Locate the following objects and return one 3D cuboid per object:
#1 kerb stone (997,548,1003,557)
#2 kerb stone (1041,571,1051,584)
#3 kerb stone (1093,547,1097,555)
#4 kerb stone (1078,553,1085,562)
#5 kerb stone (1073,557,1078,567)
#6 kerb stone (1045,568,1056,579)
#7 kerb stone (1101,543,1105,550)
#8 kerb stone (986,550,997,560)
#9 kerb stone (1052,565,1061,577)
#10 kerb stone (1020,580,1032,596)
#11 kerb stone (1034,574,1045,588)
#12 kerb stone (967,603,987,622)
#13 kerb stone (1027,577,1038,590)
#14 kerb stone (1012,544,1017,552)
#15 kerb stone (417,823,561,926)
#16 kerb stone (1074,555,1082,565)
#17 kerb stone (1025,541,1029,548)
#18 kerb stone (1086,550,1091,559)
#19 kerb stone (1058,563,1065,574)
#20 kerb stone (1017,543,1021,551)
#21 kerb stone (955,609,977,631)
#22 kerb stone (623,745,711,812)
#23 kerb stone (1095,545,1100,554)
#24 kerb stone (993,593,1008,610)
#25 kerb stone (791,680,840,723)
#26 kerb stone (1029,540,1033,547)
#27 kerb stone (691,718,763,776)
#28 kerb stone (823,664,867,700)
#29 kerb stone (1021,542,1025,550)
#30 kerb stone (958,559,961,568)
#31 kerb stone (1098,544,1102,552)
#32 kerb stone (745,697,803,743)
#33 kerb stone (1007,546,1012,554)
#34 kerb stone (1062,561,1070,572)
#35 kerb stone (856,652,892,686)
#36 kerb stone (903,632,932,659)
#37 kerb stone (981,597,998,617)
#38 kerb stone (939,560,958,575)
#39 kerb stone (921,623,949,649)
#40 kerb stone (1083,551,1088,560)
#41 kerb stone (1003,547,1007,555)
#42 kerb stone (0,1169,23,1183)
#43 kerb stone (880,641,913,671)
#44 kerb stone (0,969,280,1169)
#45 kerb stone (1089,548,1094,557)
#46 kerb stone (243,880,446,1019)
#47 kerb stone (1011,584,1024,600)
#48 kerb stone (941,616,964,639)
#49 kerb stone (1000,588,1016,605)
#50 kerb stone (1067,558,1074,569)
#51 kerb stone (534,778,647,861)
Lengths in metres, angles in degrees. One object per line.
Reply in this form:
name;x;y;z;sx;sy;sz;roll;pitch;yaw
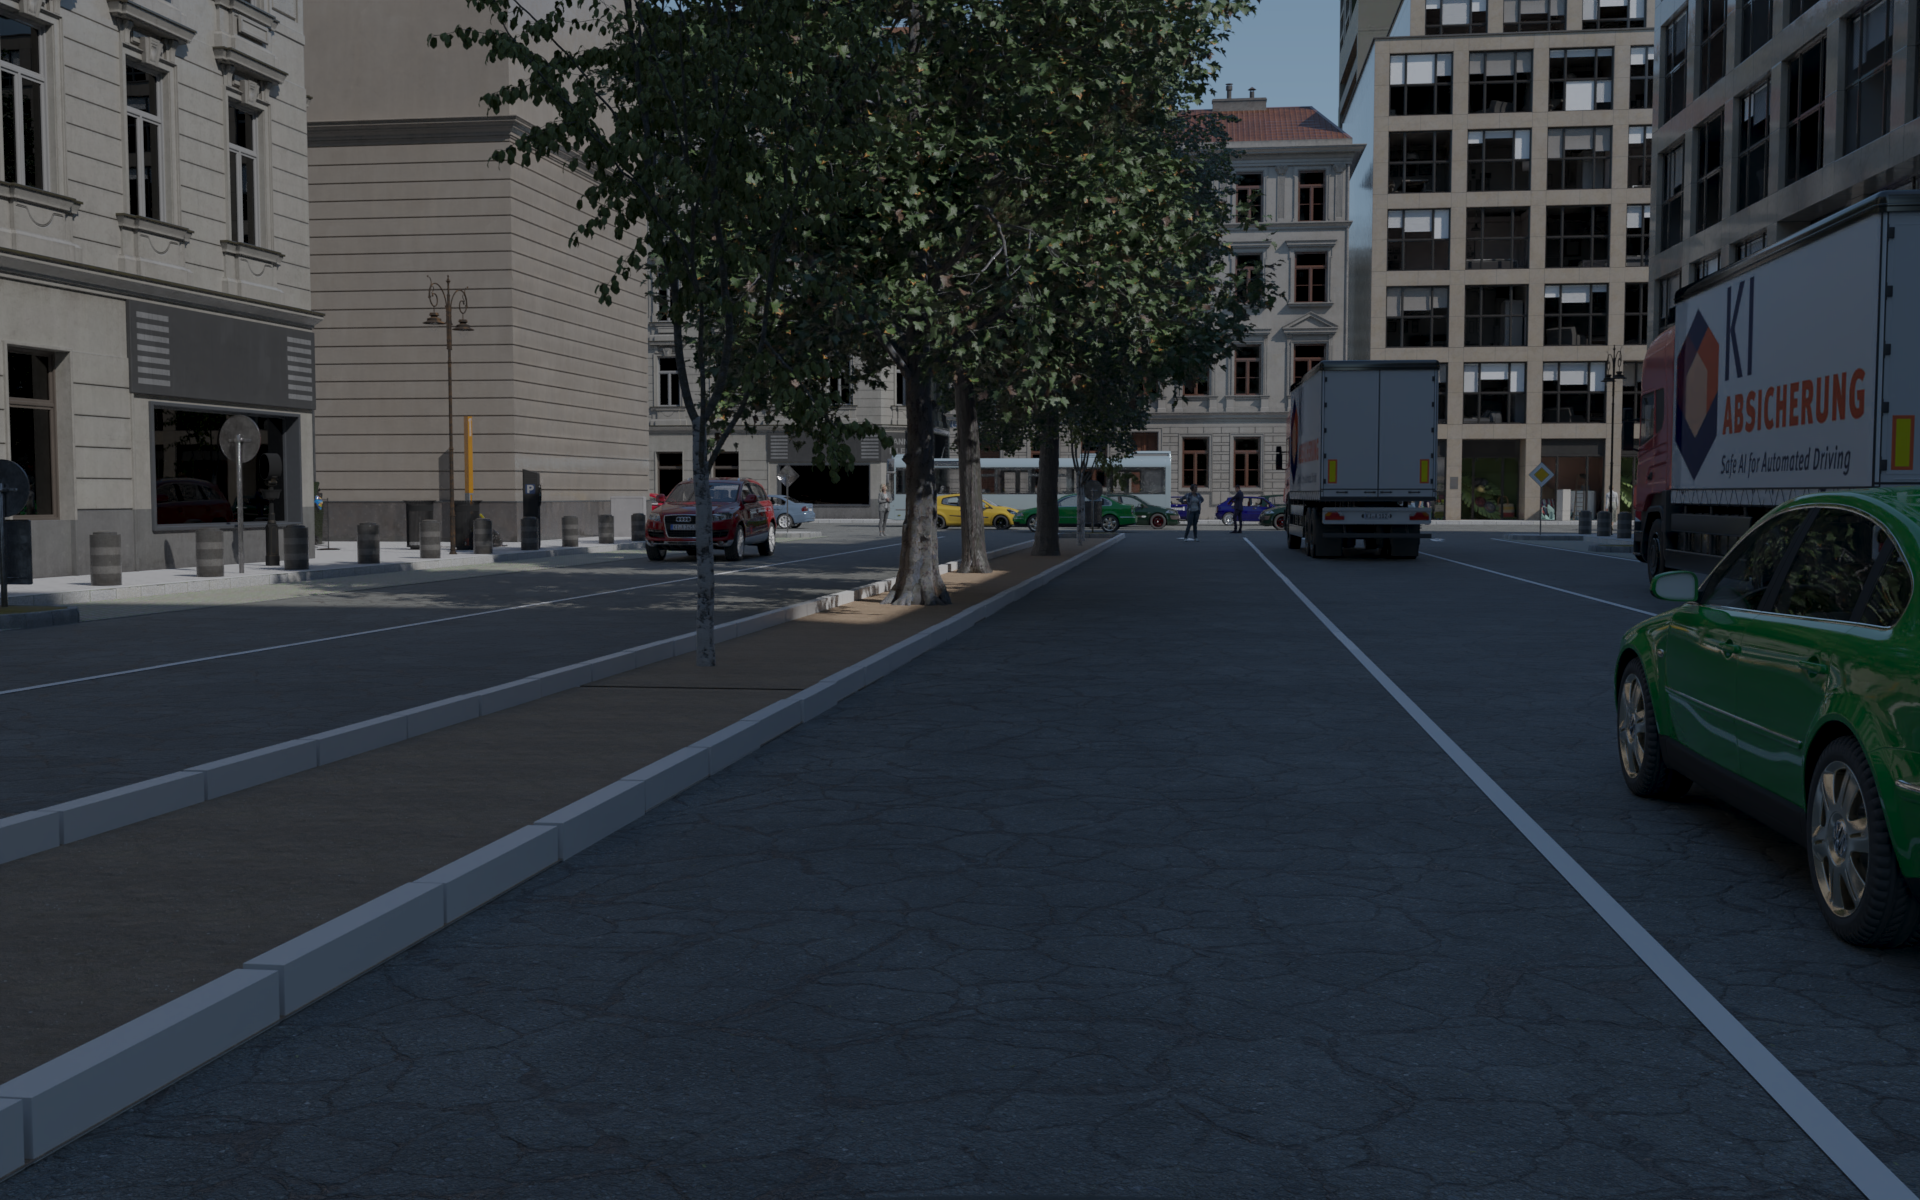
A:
kerb stone;0.788;-1.033;39.109;0.120;0.150;1.000;0;4;8
kerb stone;1.308;-0.329;27.648;0.120;0.150;1.000;0;4;8
kerb stone;3.005;-1.077;39.874;0.120;0.150;1.000;0;4;8
kerb stone;2.433;-0.832;35.798;0.120;0.150;1.000;0;4;8
kerb stone;2.154;-0.704;33.766;0.120;0.150;1.000;0;4;8
kerb stone;1.438;-0.396;28.665;0.120;0.150;1.000;0;4;8
kerb stone;3.433;-1.269;42.942;0.120;0.150;1.000;0;4;8
kerb stone;0.637;-0.972;38.094;0.120;0.150;1.000;0;4;8
kerb stone;1.580;-0.458;29.681;0.120;0.150;1.000;0;4;8
kerb stone;0.877;-0.141;24.583;0.120;0.150;1.000;0;4;8
kerb stone;1.158;-0.270;26.624;0.120;0.150;1.000;0;4;8
kerb stone;0.153;0.165;19.491;0.120;0.150;1.000;0;4;8
kerb stone;1.009;-0.209;25.609;0.120;0.150;1.000;0;4;8
kerb stone;1.206;-1.222;42.170;0.120;0.150;1.000;0;4;8
kerb stone;-1.690;0.981;6.240;0.120;0.150;1.000;0;4;8
kerb stone;2.299;-0.767;34.781;0.120;0.150;1.000;0;4;8
kerb stone;1.625;-1.409;45.227;0.120;0.150;1.000;0;4;8
kerb stone;2.721;-0.952;37.831;0.120;0.150;1.000;0;4;8
kerb stone;1.724;-0.520;30.702;0.120;0.150;1.000;0;4;8
kerb stone;1.345;-1.284;43.186;0.120;0.150;1.000;0;4;8
kerb stone;0.027;0.228;18.471;0.120;0.150;1.000;0;4;8
kerb stone;-1.402;0.851;8.274;0.120;0.150;1.000;0;4;8
kerb stone;3.145;-1.139;40.890;0.120;0.150;1.000;0;4;8
kerb stone;0.444;0.045;21.533;0.120;0.150;1.000;0;4;8
kerb stone;-0.966;0.666;11.330;0.120;0.150;1.000;0;4;8
kerb stone;1.774;-1.471;46.242;0.120;0.150;1.000;0;4;8
kerb stone;-1.257;0.790;9.295;0.120;0.150;1.000;0;4;8
kerb stone;-0.838;0.602;12.348;0.120;0.150;1.000;0;4;8
kerb stone;1.486;-1.346;44.208;0.120;0.150;1.000;0;4;8
kerb stone;-0.082;-0.661;33.002;0.120;0.150;1.000;0;4;8
kerb stone;3.291;-1.206;41.916;0.120;0.150;1.000;0;4;8
kerb stone;-1.122;0.727;10.315;0.120;0.150;1.000;0;4;8
kerb stone;1.062;-1.160;41.154;0.120;0.150;1.000;0;4;8
kerb stone;1.868;-0.578;31.718;0.120;0.150;1.000;0;4;8
kerb stone;-0.690;0.540;13.366;0.120;0.150;1.000;0;4;8
kerb stone;-0.410;0.419;15.411;0.120;0.150;1.000;0;4;8
kerb stone;0.306;0.103;20.506;0.120;0.150;1.000;0;4;8
kerb stone;-0.214;-0.599;31.985;0.120;0.150;1.000;0;4;8
kerb stone;-0.264;0.353;16.429;0.120;0.150;1.000;0;4;8
kerb stone;2.574;-0.894;36.814;0.120;0.150;1.000;0;4;8
kerb stone;0.911;-1.091;40.128;0.120;0.150;1.000;0;4;8
kerb stone;-2.114;1.163;3.187;0.120;0.150;1.000;0;4;8
kerb stone;-0.550;0.478;14.384;0.120;0.150;1.000;0;4;8
kerb stone;-1.972;1.107;4.203;0.120;0.150;1.000;0;4;8
kerb stone;2.861;-1.018;38.847;0.120;0.150;1.000;0;4;8
kerb stone;-1.831;1.038;5.223;0.120;0.150;1.000;0;4;8
kerb stone;0.732;-0.084;23.567;0.120;0.150;1.000;0;4;8
kerb stone;-0.115;0.293;17.449;0.120;0.150;1.000;0;4;8
kerb stone;0.582;-0.022;22.549;0.120;0.150;1.000;0;4;8
kerb stone;2.016;-0.645;32.740;0.120;0.150;1.000;0;4;8
kerb stone;-1.538;0.914;7.257;0.120;0.150;1.000;0;4;8
